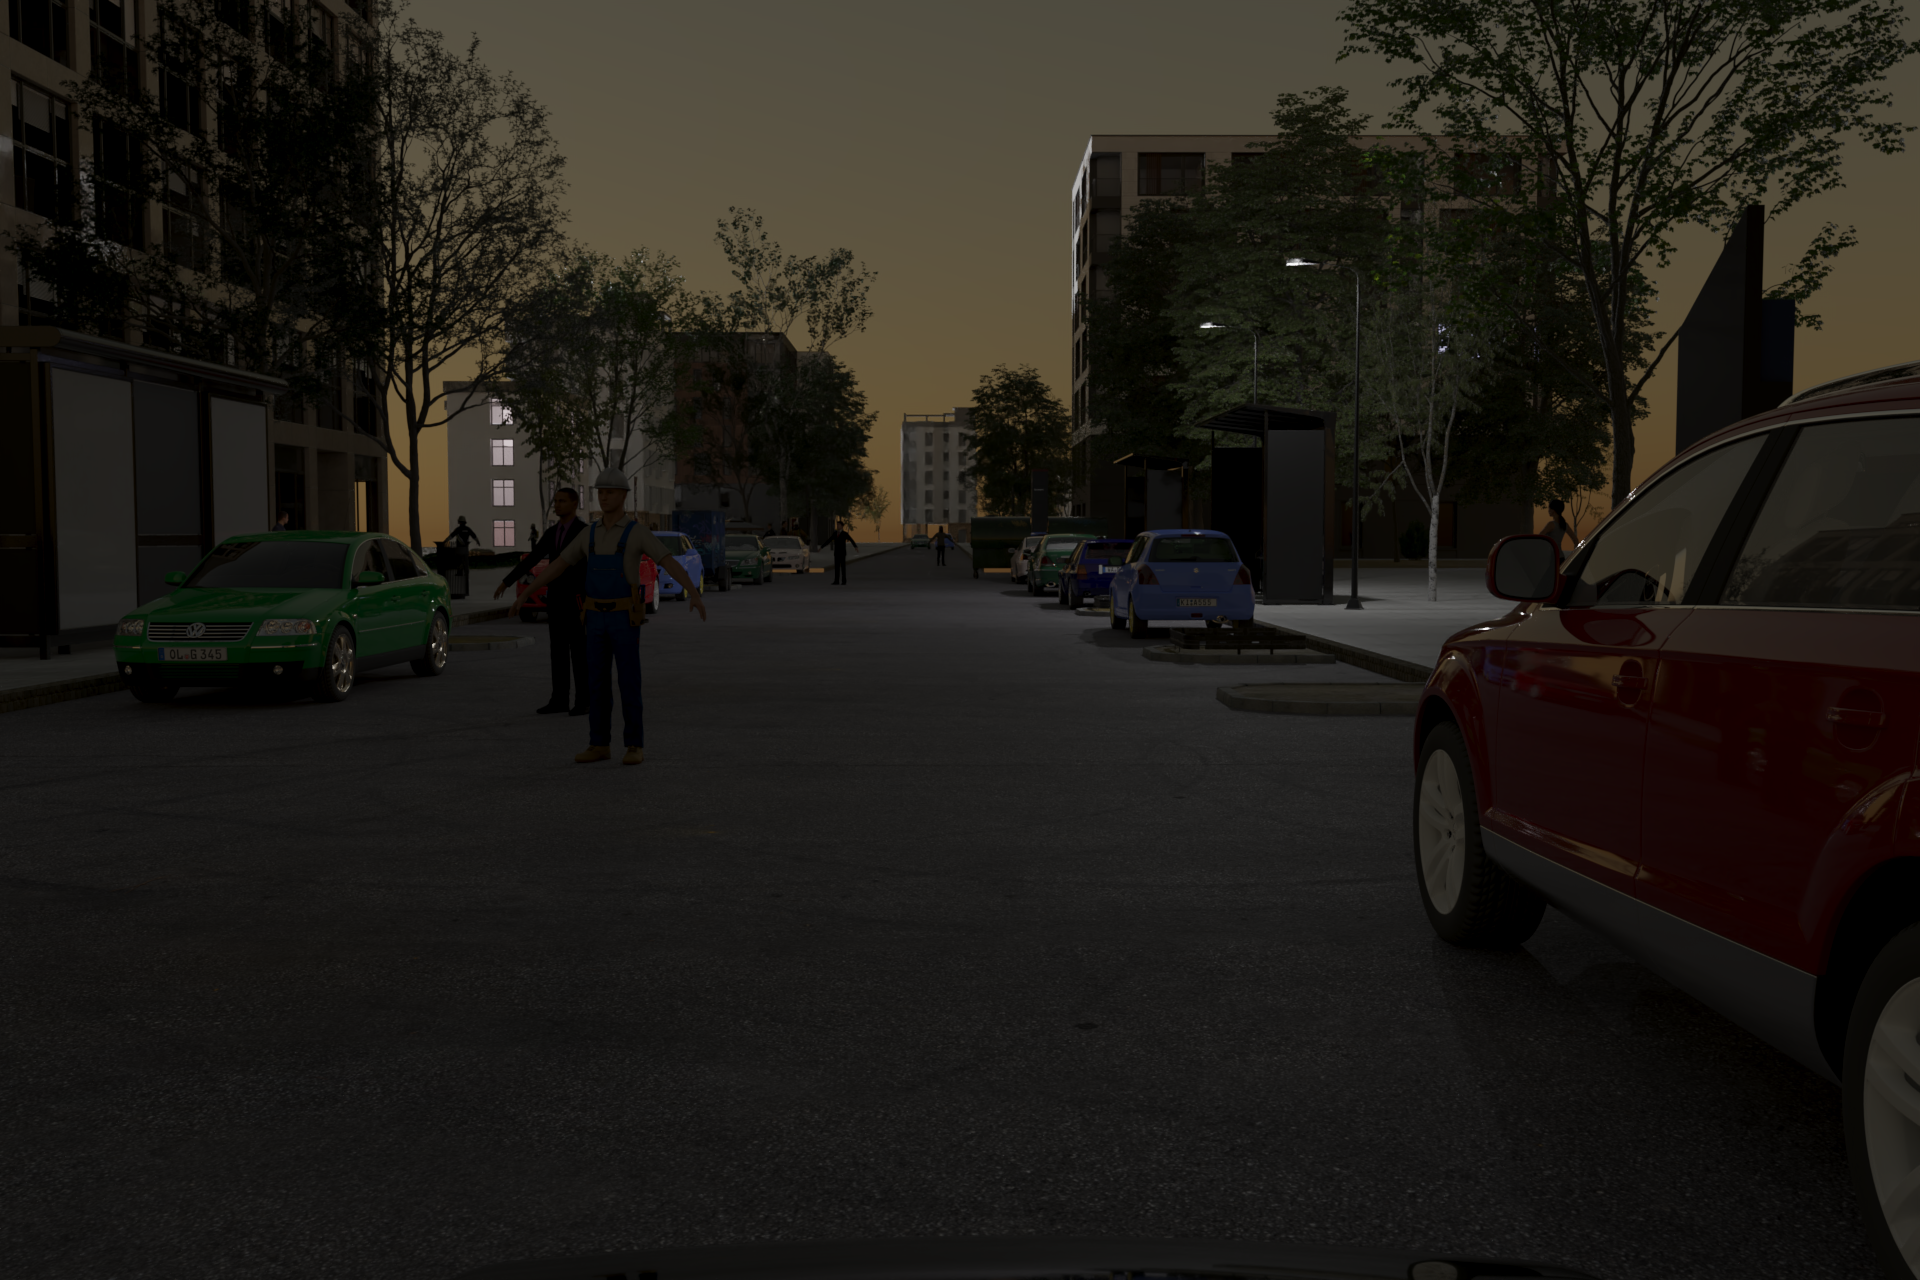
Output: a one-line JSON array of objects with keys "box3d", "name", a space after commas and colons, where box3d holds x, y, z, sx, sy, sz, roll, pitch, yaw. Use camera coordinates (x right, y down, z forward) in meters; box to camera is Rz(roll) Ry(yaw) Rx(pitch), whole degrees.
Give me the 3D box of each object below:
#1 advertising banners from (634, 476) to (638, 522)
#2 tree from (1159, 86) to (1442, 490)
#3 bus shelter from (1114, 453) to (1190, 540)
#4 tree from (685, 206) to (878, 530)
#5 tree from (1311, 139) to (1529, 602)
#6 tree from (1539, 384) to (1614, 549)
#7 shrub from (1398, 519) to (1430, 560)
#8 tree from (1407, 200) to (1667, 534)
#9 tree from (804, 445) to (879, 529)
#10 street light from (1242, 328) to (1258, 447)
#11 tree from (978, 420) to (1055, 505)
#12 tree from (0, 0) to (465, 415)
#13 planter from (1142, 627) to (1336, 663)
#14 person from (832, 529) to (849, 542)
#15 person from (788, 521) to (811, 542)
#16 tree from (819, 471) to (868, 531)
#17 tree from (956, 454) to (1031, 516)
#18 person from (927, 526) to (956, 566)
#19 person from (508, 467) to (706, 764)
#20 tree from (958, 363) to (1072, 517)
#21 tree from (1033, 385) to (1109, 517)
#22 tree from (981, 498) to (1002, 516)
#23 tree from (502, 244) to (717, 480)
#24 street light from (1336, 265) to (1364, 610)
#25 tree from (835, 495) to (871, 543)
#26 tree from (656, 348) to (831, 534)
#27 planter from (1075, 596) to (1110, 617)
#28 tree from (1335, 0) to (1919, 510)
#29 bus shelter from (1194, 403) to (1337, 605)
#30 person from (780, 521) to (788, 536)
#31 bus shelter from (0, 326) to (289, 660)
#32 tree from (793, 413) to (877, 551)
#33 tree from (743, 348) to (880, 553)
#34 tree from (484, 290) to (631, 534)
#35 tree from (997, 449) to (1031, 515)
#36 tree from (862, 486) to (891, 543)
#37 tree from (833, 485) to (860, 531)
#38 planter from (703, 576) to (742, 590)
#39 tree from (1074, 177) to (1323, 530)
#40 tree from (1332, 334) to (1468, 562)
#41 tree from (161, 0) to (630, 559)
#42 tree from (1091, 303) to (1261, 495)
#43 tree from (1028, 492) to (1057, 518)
[{"box3d": [-9.834, -3.405, 51.866, 0.090, 3.025, 2.074, 0, 4, 0], "name": "advertising banners"}, {"box3d": [8.704, -7.725, 44.423, 7.486, 12.596, 7.792, 0, 3, 0], "name": "tree"}, {"box3d": [5.864, -3.794, 53.319, 1.731, 3.624, 6.357, 0, 3, 0], "name": "bus shelter"}, {"box3d": [-11.981, -15.104, 102.837, 12.611, 20.169, 13.585, 0, 3, 0], "name": "tree"}, {"box3d": [9.008, -5.025, 32.518, 4.360, 8.622, 3.978, 0, 3, 0], "name": "tree"}, {"box3d": [27.605, -7.769, 77.390, 4.360, 8.622, 3.978, 0, 3, 0], "name": "tree"}, {"box3d": [22.321, -4.944, 84.872, 1.661, 2.075, 1.752, 0, 3, 0], "name": "shrub"}, {"box3d": [21.652, -9.753, 66.115, 9.857, 13.997, 8.962, 0, 3, 0], "name": "tree"}, {"box3d": [-10.674, -13.447, 154.267, 7.601, 10.594, 8.767, 3, 5, 42], "name": "tree"}, {"box3d": [7.026, -4.007, 38.050, 1.470, 5.913, 1.316, 0, 4, 0], "name": "street light"}, {"box3d": [5.181, -14.057, 155.593, 9.928, 11.665, 9.643, 0, 3, 0], "name": "tree"}, {"box3d": [-12.292, -5.791, 29.089, 8.767, 10.594, 7.601, 1, 4, 14], "name": "tree"}, {"box3d": [3.164, 0.058, 20.199, 1.991, 0.319, 1.994, 0, 4, -1], "name": "planter"}, {"box3d": [-5.869, -4.796, 84.377, 0.705, 1.833, 1.349, 2, 4, 31], "name": "person"}, {"box3d": [-7.212, -4.317, 76.350, 1.354, 1.858, 0.705, 0, 4, 2], "name": "person"}, {"box3d": [-10.097, -11.944, 145.654, 4.737, 8.622, 4.395, 0, 3, 0], "name": "tree"}, {"box3d": [4.109, -14.412, 170.048, 8.767, 10.594, 7.601, -1, 4, -23], "name": "tree"}, {"box3d": [-0.843, -4.241, 77.922, 1.348, 1.813, 0.705, -1, 4, -19], "name": "person"}, {"box3d": [-2.183, -0.156, 10.861, 1.347, 1.847, 0.705, 1, 4, 16], "name": "person"}, {"box3d": [4.743, -13.569, 128.511, 9.857, 13.997, 8.962, 0, 3, 0], "name": "tree"}, {"box3d": [5.317, -8.276, 85.677, 4.360, 8.622, 3.978, 0, 3, 0], "name": "tree"}, {"box3d": [5.145, -18.729, 256.572, 4.737, 8.622, 4.395, 0, 3, 0], "name": "tree"}, {"box3d": [-12.664, -8.390, 62.939, 9.928, 11.665, 9.643, 0, 3, 0], "name": "tree"}, {"box3d": [7.249, -3.470, 29.283, 1.470, 5.913, 1.316, 0, 4, -1], "name": "street light"}, {"box3d": [-16.737, -20.088, 262.856, 7.601, 10.594, 8.767, 1, 4, 9], "name": "tree"}, {"box3d": [-10.595, -9.298, 86.434, 8.767, 10.594, 7.601, -2, 4, -26], "name": "tree"}, {"box3d": [3.077, -0.597, 30.901, 1.991, 0.319, 1.994, 0, 4, -1], "name": "planter"}, {"box3d": [8.812, -5.952, 23.064, 9.928, 11.665, 9.643, 0, 3, 0], "name": "tree"}, {"box3d": [5.923, -2.623, 34.163, 1.731, 3.624, 6.357, 0, 4, -1], "name": "bus shelter"}, {"box3d": [-6.927, -3.821, 68.615, 0.704, 1.812, 1.346, 0, 4, -1], "name": "person"}, {"box3d": [-10.095, -2.526, 18.929, 2.179, 5.291, 8.768, 0, 4, 0], "name": "bus shelter"}, {"box3d": [-10.197, -12.224, 134.281, 8.767, 10.594, 7.601, 3, 4, 37], "name": "tree"}, {"box3d": [-10.178, -13.063, 120.242, 9.857, 13.997, 8.962, 0, 3, 0], "name": "tree"}, {"box3d": [-12.369, -6.241, 52.408, 4.737, 8.622, 4.395, 0, 3, 0], "name": "tree"}, {"box3d": [4.802, -11.714, 141.878, 4.360, 8.622, 3.978, 0, 3, 0], "name": "tree"}, {"box3d": [-12.231, -18.701, 256.117, 4.737, 8.622, 4.395, 0, 3, 0], "name": "tree"}, {"box3d": [-11.086, -12.979, 162.573, 4.737, 8.622, 4.395, 0, 3, 0], "name": "tree"}, {"box3d": [-6.798, -1.497, 45.620, 1.991, 0.319, 1.994, 0, 4, -1], "name": "planter"}, {"box3d": [8.584, -9.517, 62.262, 9.857, 13.997, 8.962, 0, 3, 0], "name": "tree"}, {"box3d": [19.526, -8.811, 78.470, 7.601, 10.594, 8.767, 1, 4, 16], "name": "tree"}, {"box3d": [-12.695, -7.907, 39.655, 12.009, 13.543, 11.850, 0, 3, 0], "name": "tree"}, {"box3d": [9.717, -9.124, 74.940, 9.928, 11.665, 9.643, 0, 3, 0], "name": "tree"}, {"box3d": [13.906, -20.921, 260.184, 7.486, 12.596, 7.792, 0, 3, 0], "name": "tree"}]
